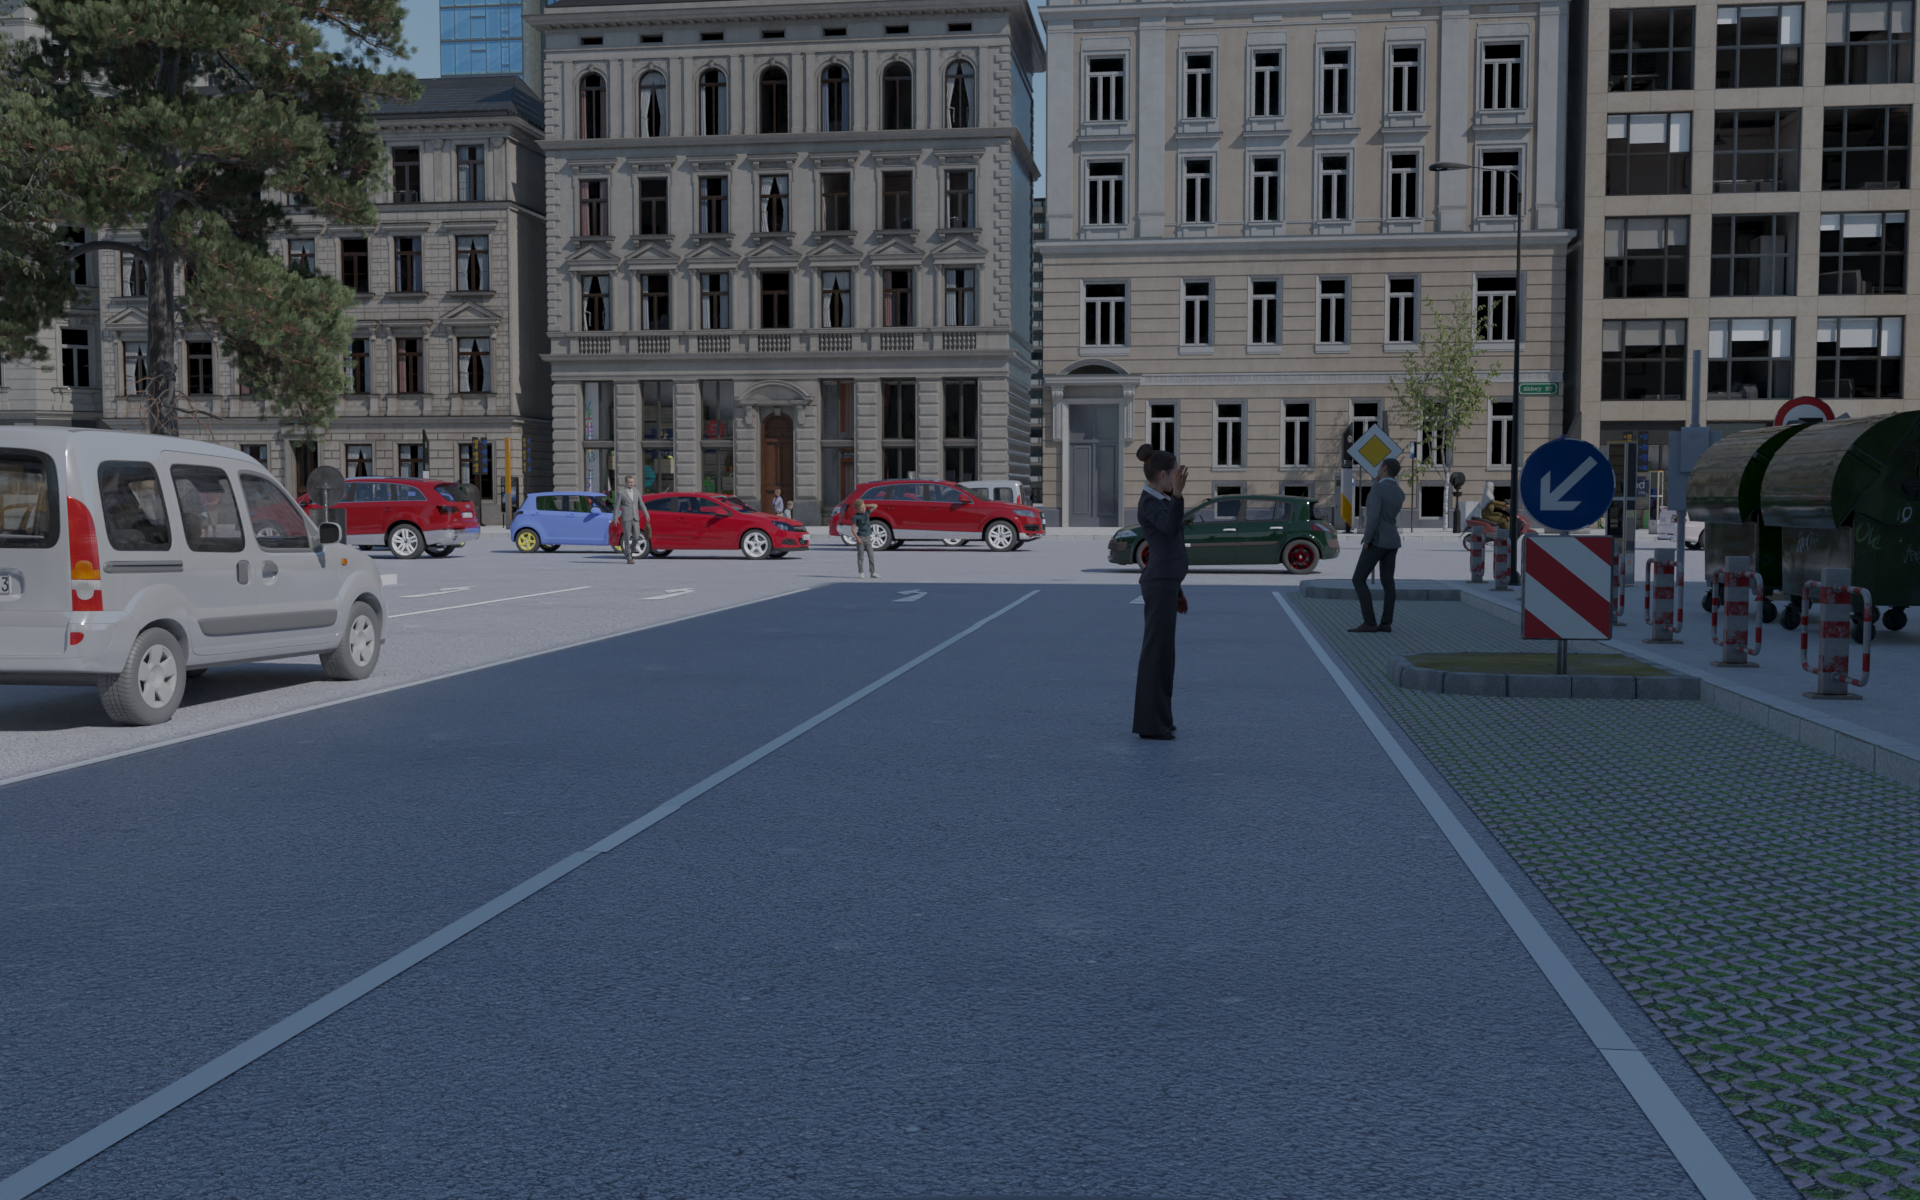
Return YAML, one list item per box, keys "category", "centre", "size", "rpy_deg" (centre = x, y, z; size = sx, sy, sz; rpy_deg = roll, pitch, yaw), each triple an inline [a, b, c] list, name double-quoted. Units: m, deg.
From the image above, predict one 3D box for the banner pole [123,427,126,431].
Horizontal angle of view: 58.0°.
- category: "banner pole"
  centre: [-31.208, -4.545, 64.326]
  size: [0.863, 3.779, 0.401]
  rpy_deg: [0, 4, -1]

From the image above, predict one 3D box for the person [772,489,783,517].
- category: "person"
  centre: [-5.374, -2.473, 51.001]
  size: [0.319, 1.574, 0.516]
  rpy_deg: [1, 4, 11]

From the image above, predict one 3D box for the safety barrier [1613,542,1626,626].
- category: "safety barrier"
  centre: [6.335, -0.160, 16.899]
  size: [0.300, 0.817, 1.120]
  rpy_deg: [0, 4, 8]

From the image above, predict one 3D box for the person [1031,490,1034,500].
- category: "person"
  centre: [6.659, -9.299, 160.667]
  size: [0.705, 1.807, 1.348]
  rpy_deg: [1, 4, 11]

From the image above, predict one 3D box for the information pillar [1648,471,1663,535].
- category: "information pillar"
  centre: [22.105, -3.091, 55.022]
  size: [0.304, 2.012, 0.304]
  rpy_deg: [-3, 5, -41]

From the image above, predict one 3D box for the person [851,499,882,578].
- category: "person"
  centre: [-1.593, -1.040, 29.421]
  size: [0.435, 1.345, 0.340]
  rpy_deg: [-3, 4, -38]

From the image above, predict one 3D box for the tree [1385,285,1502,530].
- category: "tree"
  centre: [17.266, -6.801, 61.551]
  size: [4.737, 8.622, 4.395]
  rpy_deg: [0, 3, 0]

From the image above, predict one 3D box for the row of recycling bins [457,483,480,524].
- category: "row of recycling bins"
  centre: [-19.595, -3.636, 66.557]
  size: [3.534, 1.692, 1.069]
  rpy_deg: [3, 5, 44]

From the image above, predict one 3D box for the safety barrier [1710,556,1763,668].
- category: "safety barrier"
  centre: [5.771, 0.086, 12.877]
  size: [0.300, 0.817, 1.120]
  rpy_deg: [0, 4, 8]

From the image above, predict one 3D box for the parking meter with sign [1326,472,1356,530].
- category: "parking meter with sign"
  centre: [13.622, -3.976, 61.273]
  size: [0.543, 3.016, 1.738]
  rpy_deg: [-2, 4, -27]

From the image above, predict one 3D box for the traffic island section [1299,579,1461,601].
- category: "traffic island section"
  centre: [5.888, -0.143, 24.619]
  size: [2.009, 0.180, 2.903]
  rpy_deg: [0, 4, 8]

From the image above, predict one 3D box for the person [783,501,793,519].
- category: "person"
  centre: [-4.511, -1.974, 45.464]
  size: [0.352, 1.250, 0.332]
  rpy_deg: [2, 4, 28]

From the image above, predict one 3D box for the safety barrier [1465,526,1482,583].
- category: "safety barrier"
  centre: [7.450, -0.652, 24.939]
  size: [0.300, 0.817, 1.120]
  rpy_deg: [0, 4, 8]

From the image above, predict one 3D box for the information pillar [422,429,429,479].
- category: "information pillar"
  centre: [-19.320, -4.362, 62.669]
  size: [0.183, 3.616, 0.504]
  rpy_deg: [0, 4, -1]

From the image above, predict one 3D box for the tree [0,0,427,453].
- category: "tree"
  centre: [-10.780, -6.038, 23.242]
  size: [6.751, 12.117, 7.091]
  rpy_deg: [0, 3, 0]

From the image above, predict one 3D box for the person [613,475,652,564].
- category: "person"
  centre: [-6.731, -1.642, 35.471]
  size: [0.709, 1.813, 0.853]
  rpy_deg: [-3, 5, -40]

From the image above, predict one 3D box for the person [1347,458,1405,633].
- category: "person"
  centre: [4.309, -0.562, 17.876]
  size: [0.592, 1.802, 0.473]
  rpy_deg: [-2, 4, -26]

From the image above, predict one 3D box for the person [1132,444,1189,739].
- category: "person"
  centre: [1.252, -0.048, 10.083]
  size: [0.445, 1.727, 0.742]
  rpy_deg: [-1, 4, -21]

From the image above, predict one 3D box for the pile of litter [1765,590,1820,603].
- category: "pile of litter"
  centre: [10.424, -0.404, 20.574]
  size: [1.176, 0.858, 1.719]
  rpy_deg: [-1, 4, -20]

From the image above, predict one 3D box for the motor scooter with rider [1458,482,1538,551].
- category: "motor scooter with rider"
  centre: [13.447, -2.089, 43.121]
  size: [1.986, 1.779, 0.876]
  rpy_deg: [1, 4, 9]

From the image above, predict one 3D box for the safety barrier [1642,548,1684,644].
- category: "safety barrier"
  centre: [6.049, -0.038, 14.893]
  size: [0.300, 0.817, 1.120]
  rpy_deg: [0, 4, 8]

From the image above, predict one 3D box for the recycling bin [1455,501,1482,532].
- category: "recycling bin"
  centre: [17.359, -2.842, 59.023]
  size: [0.722, 1.027, 0.722]
  rpy_deg: [-1, 4, -11]

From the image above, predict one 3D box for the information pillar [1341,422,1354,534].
- category: "information pillar"
  centre: [12.563, -3.967, 56.214]
  size: [0.504, 3.616, 0.183]
  rpy_deg: [-3, 4, -38]

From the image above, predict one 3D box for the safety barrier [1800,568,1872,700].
- category: "safety barrier"
  centre: [5.485, 0.209, 10.865]
  size: [0.300, 0.817, 1.120]
  rpy_deg: [0, 4, 8]

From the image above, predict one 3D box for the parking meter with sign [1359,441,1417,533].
- category: "parking meter with sign"
  centre: [14.151, -3.734, 57.316]
  size: [1.738, 3.016, 0.543]
  rpy_deg: [0, 4, 0]

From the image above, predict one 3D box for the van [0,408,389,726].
- category: "van"
  centre: [-5.584, -0.315, 12.169]
  size: [2.013, 2.044, 4.112]
  rpy_deg: [0, 4, 8]

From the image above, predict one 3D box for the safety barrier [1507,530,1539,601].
- category: "safety barrier"
  centre: [6.890, -0.406, 20.907]
  size: [0.300, 0.817, 1.120]
  rpy_deg: [0, 4, 8]

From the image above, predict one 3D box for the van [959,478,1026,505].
- category: "van"
  centre: [-0.002, -2.813, 52.998]
  size: [4.112, 2.044, 2.013]
  rpy_deg: [0, 4, 8]

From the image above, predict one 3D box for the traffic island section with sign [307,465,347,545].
- category: "traffic island section with sign"
  centre: [-10.208, -1.160, 27.098]
  size: [2.006, 1.907, 1.989]
  rpy_deg: [0, 4, 8]

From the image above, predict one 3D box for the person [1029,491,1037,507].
- category: "person"
  centre: [6.462, -9.041, 157.148]
  size: [1.217, 1.723, 0.721]
  rpy_deg: [0, 4, 3]

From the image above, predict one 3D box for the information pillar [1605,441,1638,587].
- category: "information pillar"
  centre: [9.176, -1.196, 24.051]
  size: [0.304, 2.012, 0.304]
  rpy_deg: [-3, 5, -41]

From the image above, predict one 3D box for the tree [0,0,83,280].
- category: "tree"
  centre: [-11.389, -3.952, 17.430]
  size: [4.360, 8.622, 3.978]
  rpy_deg: [0, 3, 0]

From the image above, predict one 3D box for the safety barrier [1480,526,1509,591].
- category: "safety barrier"
  centre: [7.172, -0.529, 22.930]
  size: [0.300, 0.817, 1.120]
  rpy_deg: [0, 4, 8]

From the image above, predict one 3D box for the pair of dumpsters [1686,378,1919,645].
- category: "pair of dumpsters"
  centre: [8.380, -0.864, 16.621]
  size: [1.574, 2.255, 4.437]
  rpy_deg: [0, 4, 8]
